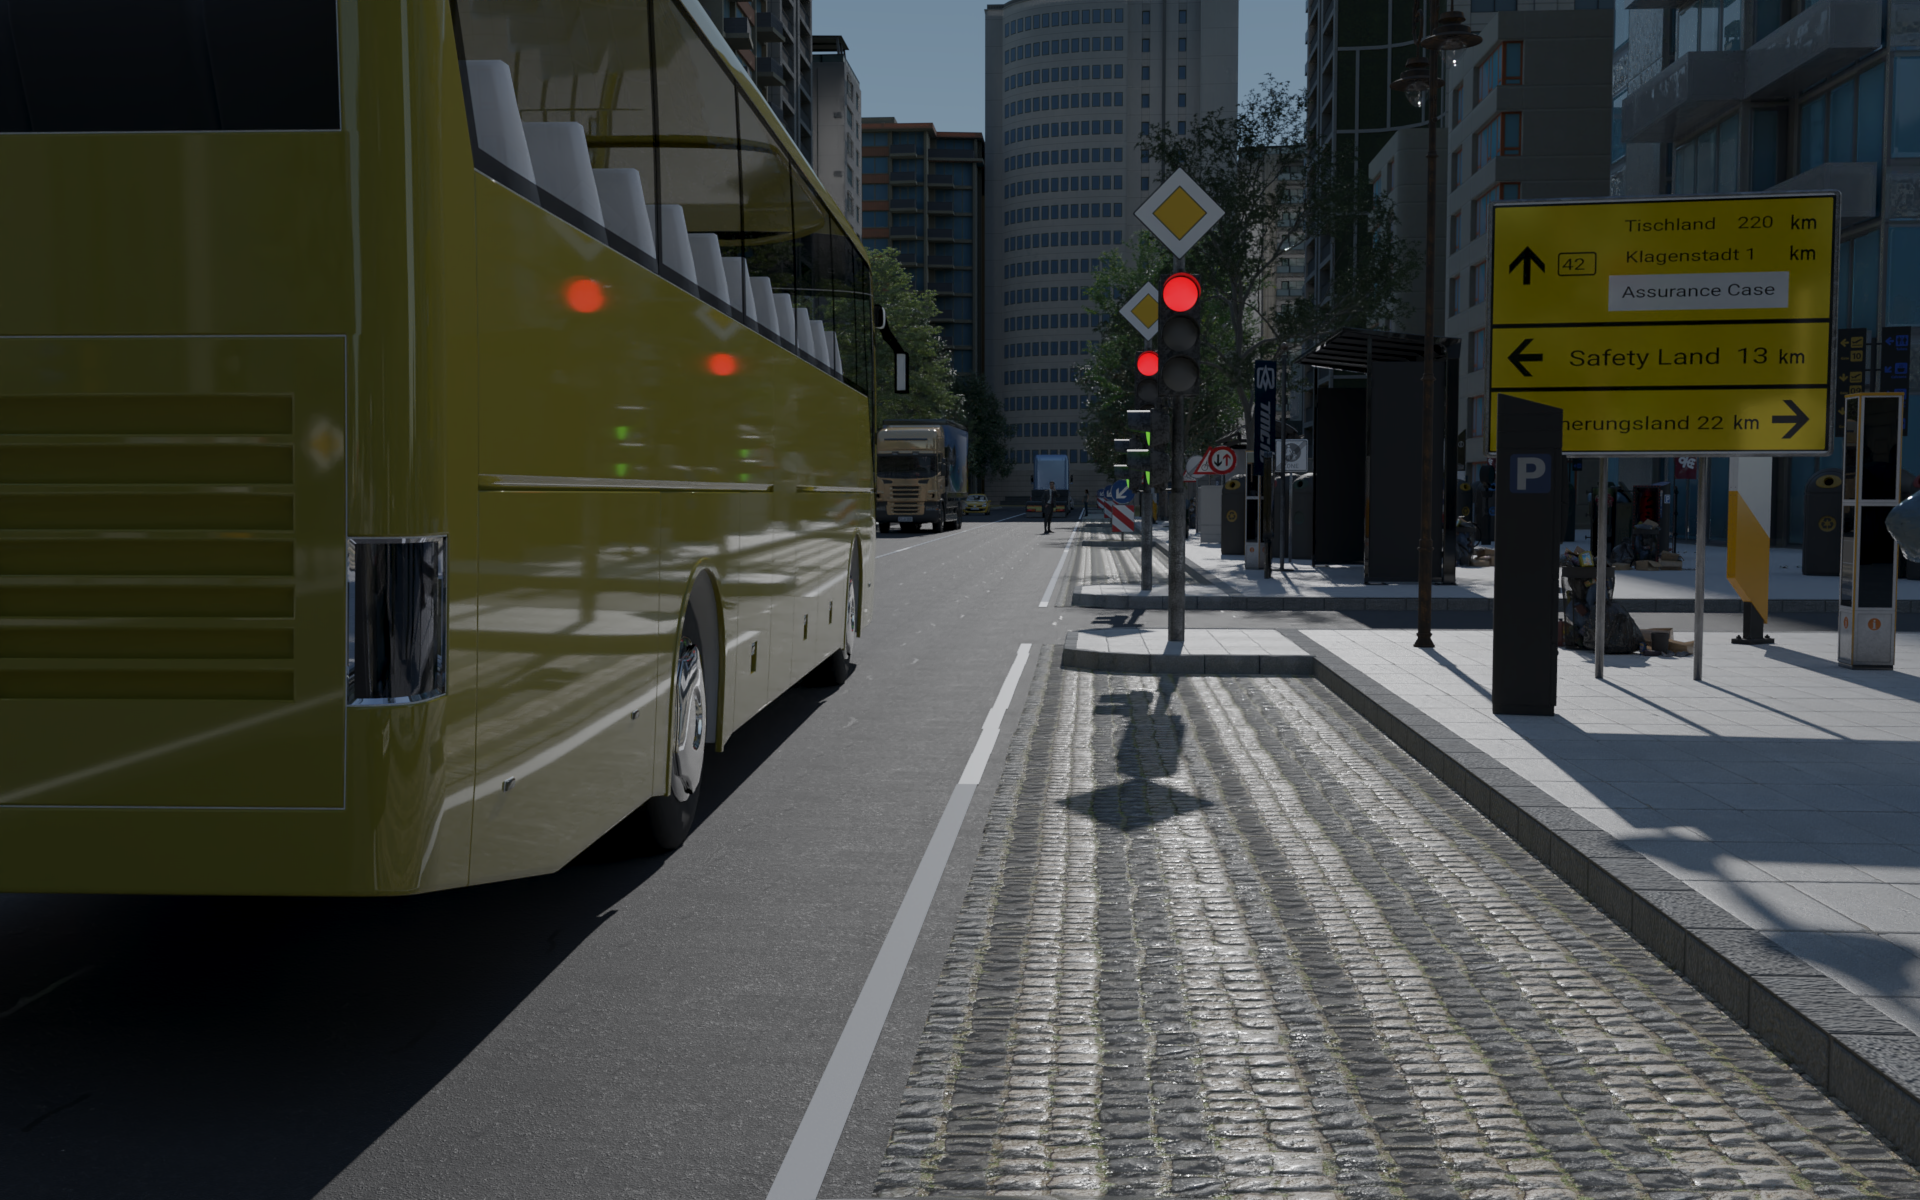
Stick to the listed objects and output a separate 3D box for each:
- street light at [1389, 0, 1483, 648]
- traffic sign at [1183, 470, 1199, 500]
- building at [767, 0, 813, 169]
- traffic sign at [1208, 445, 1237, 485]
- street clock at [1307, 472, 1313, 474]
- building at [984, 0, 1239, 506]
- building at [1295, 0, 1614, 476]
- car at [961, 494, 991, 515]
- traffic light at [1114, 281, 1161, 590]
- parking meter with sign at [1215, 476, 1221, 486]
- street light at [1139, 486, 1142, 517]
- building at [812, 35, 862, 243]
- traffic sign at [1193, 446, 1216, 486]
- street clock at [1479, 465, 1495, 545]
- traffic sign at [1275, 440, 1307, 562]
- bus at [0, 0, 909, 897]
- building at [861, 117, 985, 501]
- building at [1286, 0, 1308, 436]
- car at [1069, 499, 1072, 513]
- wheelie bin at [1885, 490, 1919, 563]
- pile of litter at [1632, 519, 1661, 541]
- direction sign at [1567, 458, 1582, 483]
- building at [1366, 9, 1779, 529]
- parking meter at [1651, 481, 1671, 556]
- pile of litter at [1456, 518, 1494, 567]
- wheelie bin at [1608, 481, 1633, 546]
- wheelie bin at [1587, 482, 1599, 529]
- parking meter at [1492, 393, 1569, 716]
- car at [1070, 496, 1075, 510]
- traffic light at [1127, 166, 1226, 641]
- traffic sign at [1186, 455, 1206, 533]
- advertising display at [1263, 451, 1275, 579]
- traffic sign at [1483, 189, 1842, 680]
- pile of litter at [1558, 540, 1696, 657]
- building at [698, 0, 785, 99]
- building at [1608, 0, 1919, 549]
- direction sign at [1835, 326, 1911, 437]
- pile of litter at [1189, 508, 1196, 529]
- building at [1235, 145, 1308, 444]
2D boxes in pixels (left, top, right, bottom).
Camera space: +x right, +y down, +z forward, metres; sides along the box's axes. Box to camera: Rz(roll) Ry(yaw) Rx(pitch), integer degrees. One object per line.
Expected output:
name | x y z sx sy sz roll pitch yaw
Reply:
street light | 3.897 -2.543 14.363 0.468 5.910 1.993 0 4 4
traffic sign | 10.193 -4.723 77.219 0.884 2.594 0.081 0 4 7
building | -20.469 -42.835 138.605 20.563 71.187 20.611 0 4 4
traffic sign | 6.894 -2.778 45.532 0.768 2.556 0.104 1 4 12
street clock | 11.457 -3.167 56.353 0.471 2.002 0.358 1 4 16
building | 17.132 -40.324 201.297 28.212 58.520 21.231 0 4 4
building | 33.188 -41.619 118.726 20.563 71.187 20.611 0 4 4
car | 1.132 -6.558 117.449 2.015 1.641 3.980 0 4 4
traffic light | 2.471 -2.084 22.996 0.839 4.253 0.868 0 4 4
parking meter with sign | 11.471 -4.833 75.282 1.738 3.016 0.543 -1 4 -15
street light | 10.165 -7.609 97.197 0.468 5.910 1.993 0 4 4
building | -16.315 -29.011 157.928 14.086 41.232 14.154 0 4 4
traffic sign | 6.742 -2.860 46.773 0.884 2.594 0.081 0 4 7
street clock | 13.253 -2.385 43.572 0.358 2.002 0.471 3 5 40
traffic sign | 6.196 -1.855 32.455 0.606 2.300 0.079 1 4 11
bus | -2.164 -1.117 9.810 2.896 3.916 12.252 0 4 2
building | -11.298 -33.616 204.244 28.867 44.769 22.147 0 4 4
building | 37.358 -50.832 143.776 22.319 86.520 31.000 0 4 4
car | 7.416 -7.352 129.988 2.009 1.686 4.222 0 4 6
wheelie bin | 2.979 0.204 4.573 0.980 1.594 0.693 1 4 22
pile of litter | 11.721 -0.939 29.322 1.719 0.858 1.176 1 4 21
direction sign | 20.526 -4.057 58.322 0.876 3.537 0.379 -1 4 -8
building | 34.108 -14.108 75.705 27.650 21.520 28.899 0 4 4
parking meter | 13.551 -1.538 33.554 0.372 1.533 0.369 0 3 0
pile of litter | 9.334 -1.055 31.222 1.719 0.858 1.176 -3 5 -44
wheelie bin | 16.246 -2.123 42.619 0.693 1.594 0.980 2 4 26
wheelie bin | 16.490 -2.228 44.344 0.980 1.594 0.693 -2 4 -33
parking meter | 3.323 -0.268 10.090 0.399 1.863 0.255 1 4 16
car | 9.339 -8.832 156.764 2.083 1.381 4.827 0 4 5
traffic light | 1.873 -1.597 15.034 0.839 4.253 0.868 0 4 4
traffic sign | 7.803 -3.479 56.988 0.768 2.556 0.104 1 4 13
advertising display | 4.743 -1.307 26.584 0.123 1.923 0.974 1 4 13
traffic sign | 4.767 -1.102 11.891 2.265 3.308 0.079 1 4 11
pile of litter | 5.403 -0.029 14.432 1.176 0.858 1.719 0 4 -4
building | -23.766 -28.151 114.896 22.147 44.769 28.867 0 4 4
building | 32.640 -25.925 43.489 30.456 49.044 23.786 0 4 4
direction sign | 12.415 -1.934 23.622 0.876 3.537 0.379 2 4 28
pile of litter | 8.850 -3.092 64.527 1.176 0.858 1.719 0 4 -2
building | 38.329 -31.398 196.944 14.086 41.232 14.154 0 4 4
